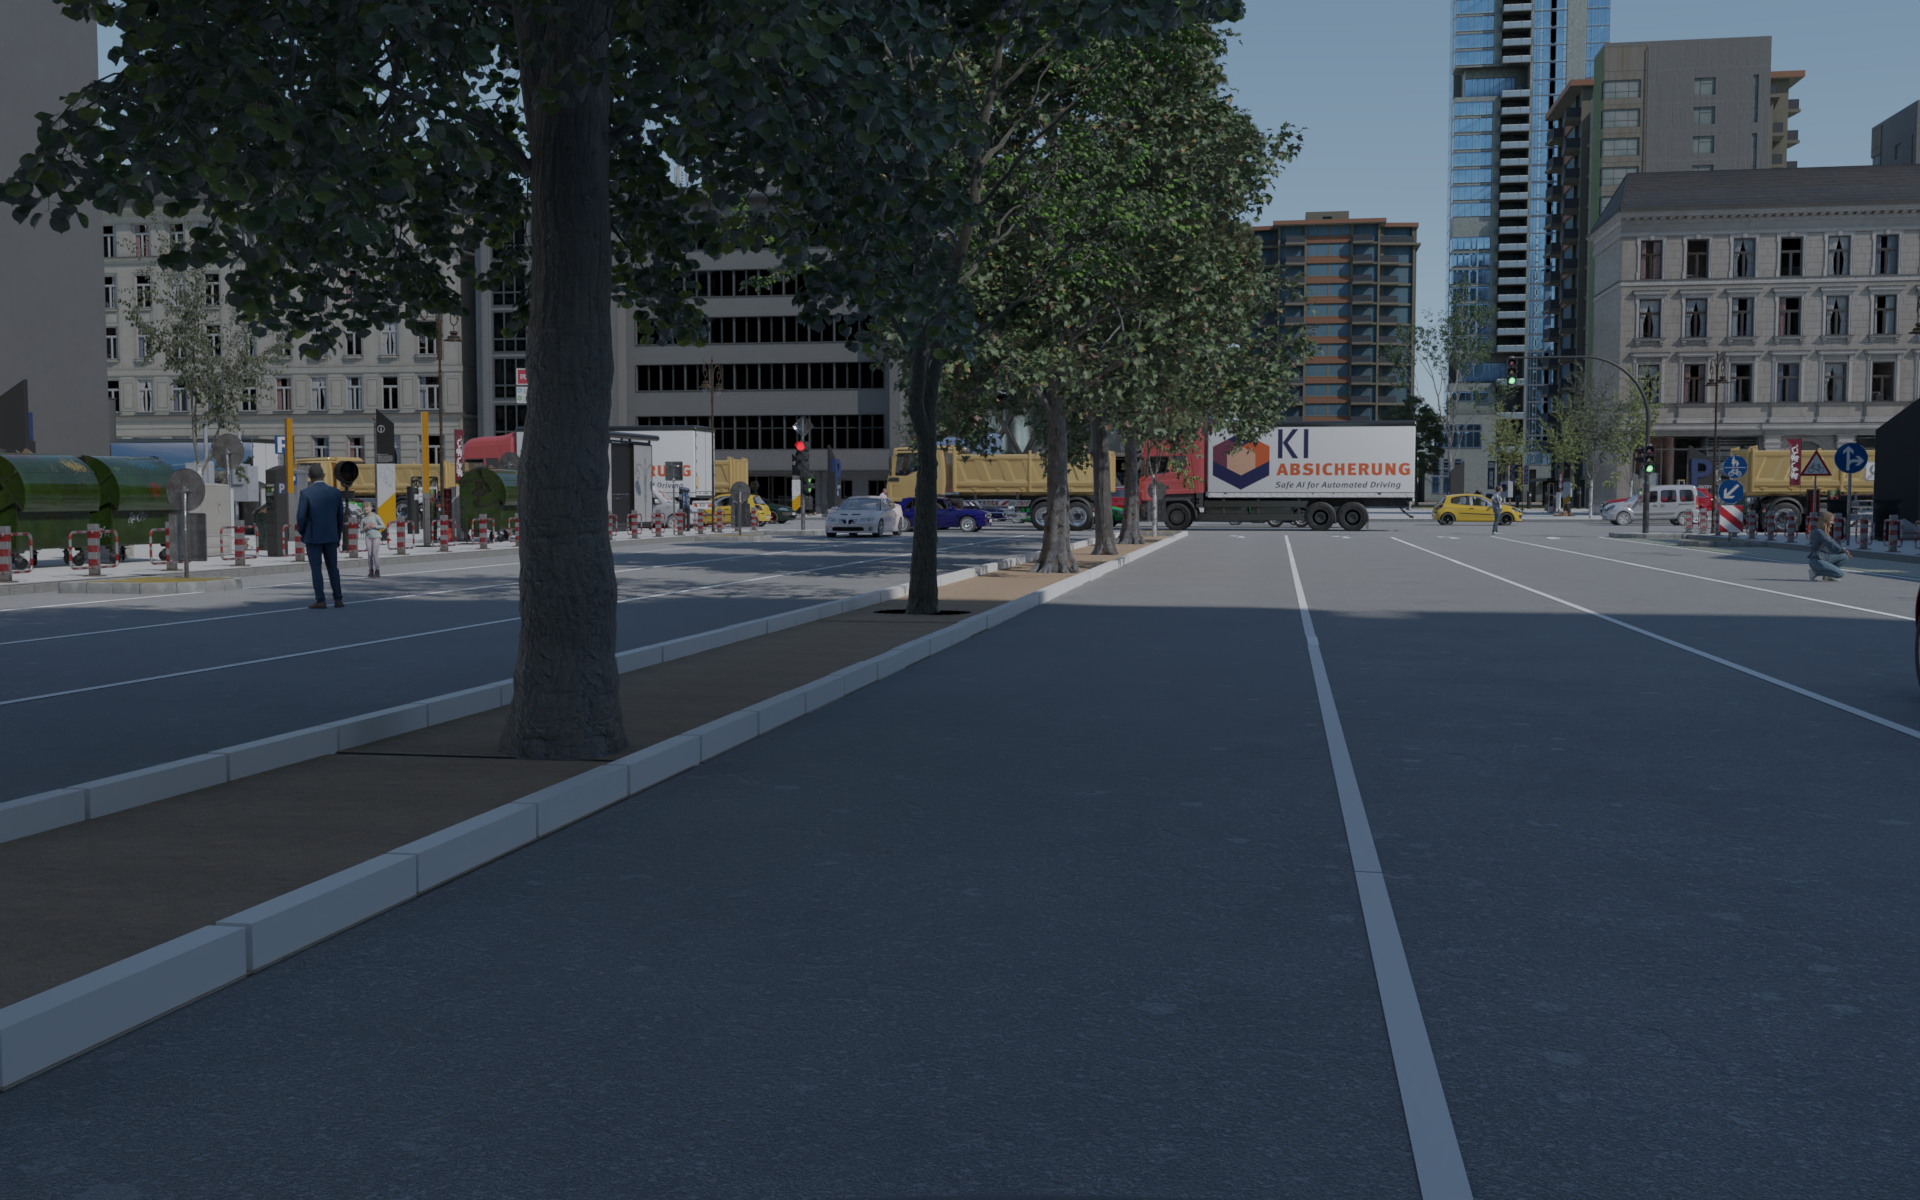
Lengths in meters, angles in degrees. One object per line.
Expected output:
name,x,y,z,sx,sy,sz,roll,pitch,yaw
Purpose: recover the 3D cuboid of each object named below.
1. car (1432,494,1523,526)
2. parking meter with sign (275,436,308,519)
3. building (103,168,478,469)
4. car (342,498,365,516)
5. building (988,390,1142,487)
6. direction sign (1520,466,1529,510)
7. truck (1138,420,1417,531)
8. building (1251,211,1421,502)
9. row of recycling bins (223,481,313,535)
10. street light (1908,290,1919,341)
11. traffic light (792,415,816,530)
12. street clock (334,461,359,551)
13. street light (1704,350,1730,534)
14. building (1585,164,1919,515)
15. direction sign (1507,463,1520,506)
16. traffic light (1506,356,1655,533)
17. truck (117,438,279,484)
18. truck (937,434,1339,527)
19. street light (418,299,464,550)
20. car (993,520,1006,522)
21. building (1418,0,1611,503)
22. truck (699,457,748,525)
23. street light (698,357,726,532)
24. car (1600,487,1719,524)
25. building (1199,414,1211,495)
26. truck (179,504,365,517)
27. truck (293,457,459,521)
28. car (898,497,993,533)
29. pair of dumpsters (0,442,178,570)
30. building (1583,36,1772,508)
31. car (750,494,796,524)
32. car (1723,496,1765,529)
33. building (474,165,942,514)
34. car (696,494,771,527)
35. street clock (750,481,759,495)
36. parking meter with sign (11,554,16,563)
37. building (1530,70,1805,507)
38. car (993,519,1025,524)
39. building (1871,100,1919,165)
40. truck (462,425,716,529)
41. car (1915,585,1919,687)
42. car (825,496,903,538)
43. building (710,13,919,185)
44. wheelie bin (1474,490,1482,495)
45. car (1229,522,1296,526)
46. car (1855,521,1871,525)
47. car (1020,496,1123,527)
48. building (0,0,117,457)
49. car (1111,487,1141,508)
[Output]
car,23.712,-4.232,79.415,3.980,1.641,2.015,1,4,9
parking meter with sign,-20.062,-3.438,52.470,0.543,3.016,1.738,0,4,4
building,-45.673,-17.783,124.038,30.059,22.955,16.112,1,4,10
car,-29.697,-4.312,79.290,4.718,1.807,1.959,1,4,11
building,7.418,-15.127,114.781,16.811,18.784,16.820,1,4,10
direction sign,45.120,-8.983,138.876,0.876,3.537,0.379,0,4,2
truck,12.048,-4.843,68.090,11.283,4.237,2.839,1,4,11
building,56.376,-37.694,270.928,28.867,44.769,22.147,1,4,10
row of recycling bins,-21.818,-2.922,54.881,3.534,1.692,1.069,1,4,8
street light,20.917,-3.951,37.381,0.468,5.910,1.993,1,4,10
traffic light,-5.582,-4.450,61.684,0.839,4.253,0.868,1,4,10
street clock,-13.329,-2.024,37.664,0.358,2.002,0.471,3,5,40
street light,24.370,-5.082,55.886,0.468,5.910,1.993,1,4,10
building,40.827,-15.590,105.814,40.483,20.767,10.553,1,4,10
direction sign,40.788,-8.333,128.248,0.876,3.537,0.379,-2,4,-33
traffic light,20.347,-5.026,56.844,4.771,5.953,1.251,1,4,10
truck,-40.641,-6.102,88.684,11.283,4.237,2.839,1,4,10
truck,7.264,-5.258,75.720,18.799,4.110,2.967,1,4,11
street light,-11.794,-4.071,39.346,0.468,5.910,1.993,1,4,10
car,3.648,-4.968,89.895,5.304,1.827,2.281,1,4,11
building,86.675,-58.208,264.370,31.000,86.520,22.319,1,4,10
truck,-14.993,-5.225,81.352,9.791,3.379,3.469,1,4,9
street light,-8.332,-5.233,58.346,0.468,5.910,1.993,1,4,10
car,33.529,-4.553,83.113,5.304,1.827,2.281,1,4,10
building,34.392,-37.976,271.024,14.200,45.320,14.600,1,4,10
truck,-38.217,-5.800,84.596,18.799,4.110,2.967,1,4,12
truck,-30.860,-5.804,90.821,9.791,3.379,3.469,1,4,9
car,-0.740,-3.237,65.508,3.894,1.354,1.945,1,4,11
pair of dumpsters,-15.988,-1.755,31.184,1.574,2.255,4.437,1,4,10
building,65.078,-29.118,159.678,14.154,41.232,14.086,1,4,10
car,-10.010,-4.516,83.620,4.222,1.686,2.009,1,4,12
car,33.419,-3.765,71.344,4.222,1.686,2.009,1,4,8
building,-16.351,-18.237,117.237,30.058,24.678,14.314,1,4,10
car,-10.320,-4.021,75.960,3.980,1.641,2.015,1,4,10
street clock,-11.382,-5.594,96.027,0.471,2.002,0.358,2,4,34
parking meter with sign,-18.343,-2.172,31.770,1.738,3.016,0.543,-2,4,-25
building,72.869,-32.130,179.942,22.147,44.769,28.867,1,4,10
car,1.628,-4.428,84.985,3.894,1.354,1.945,1,4,11
building,104.737,-30.463,181.667,14.086,41.232,14.154,1,4,10
truck,-16.014,-5.131,72.805,11.283,4.237,2.839,1,4,11
car,7.144,-0.066,9.759,2.281,1.827,5.304,1,4,12
car,-3.200,-2.831,58.643,2.083,1.381,4.827,1,4,11
building,-12.126,-44.721,169.443,20.563,71.187,20.611,1,4,10
wheelie bin,38.229,-7.344,127.974,0.693,1.594,0.980,2,4,26
car,14.073,-4.340,79.760,4.718,1.807,1.959,1,4,12
car,41.869,-4.111,79.211,4.499,1.417,2.014,1,4,9
car,4.874,-3.931,73.073,4.718,1.807,1.959,1,4,11
building,-37.054,-15.426,45.717,24.014,27.812,14.314,1,4,10
car,9.234,-4.941,89.452,5.304,1.827,2.281,1,4,9
